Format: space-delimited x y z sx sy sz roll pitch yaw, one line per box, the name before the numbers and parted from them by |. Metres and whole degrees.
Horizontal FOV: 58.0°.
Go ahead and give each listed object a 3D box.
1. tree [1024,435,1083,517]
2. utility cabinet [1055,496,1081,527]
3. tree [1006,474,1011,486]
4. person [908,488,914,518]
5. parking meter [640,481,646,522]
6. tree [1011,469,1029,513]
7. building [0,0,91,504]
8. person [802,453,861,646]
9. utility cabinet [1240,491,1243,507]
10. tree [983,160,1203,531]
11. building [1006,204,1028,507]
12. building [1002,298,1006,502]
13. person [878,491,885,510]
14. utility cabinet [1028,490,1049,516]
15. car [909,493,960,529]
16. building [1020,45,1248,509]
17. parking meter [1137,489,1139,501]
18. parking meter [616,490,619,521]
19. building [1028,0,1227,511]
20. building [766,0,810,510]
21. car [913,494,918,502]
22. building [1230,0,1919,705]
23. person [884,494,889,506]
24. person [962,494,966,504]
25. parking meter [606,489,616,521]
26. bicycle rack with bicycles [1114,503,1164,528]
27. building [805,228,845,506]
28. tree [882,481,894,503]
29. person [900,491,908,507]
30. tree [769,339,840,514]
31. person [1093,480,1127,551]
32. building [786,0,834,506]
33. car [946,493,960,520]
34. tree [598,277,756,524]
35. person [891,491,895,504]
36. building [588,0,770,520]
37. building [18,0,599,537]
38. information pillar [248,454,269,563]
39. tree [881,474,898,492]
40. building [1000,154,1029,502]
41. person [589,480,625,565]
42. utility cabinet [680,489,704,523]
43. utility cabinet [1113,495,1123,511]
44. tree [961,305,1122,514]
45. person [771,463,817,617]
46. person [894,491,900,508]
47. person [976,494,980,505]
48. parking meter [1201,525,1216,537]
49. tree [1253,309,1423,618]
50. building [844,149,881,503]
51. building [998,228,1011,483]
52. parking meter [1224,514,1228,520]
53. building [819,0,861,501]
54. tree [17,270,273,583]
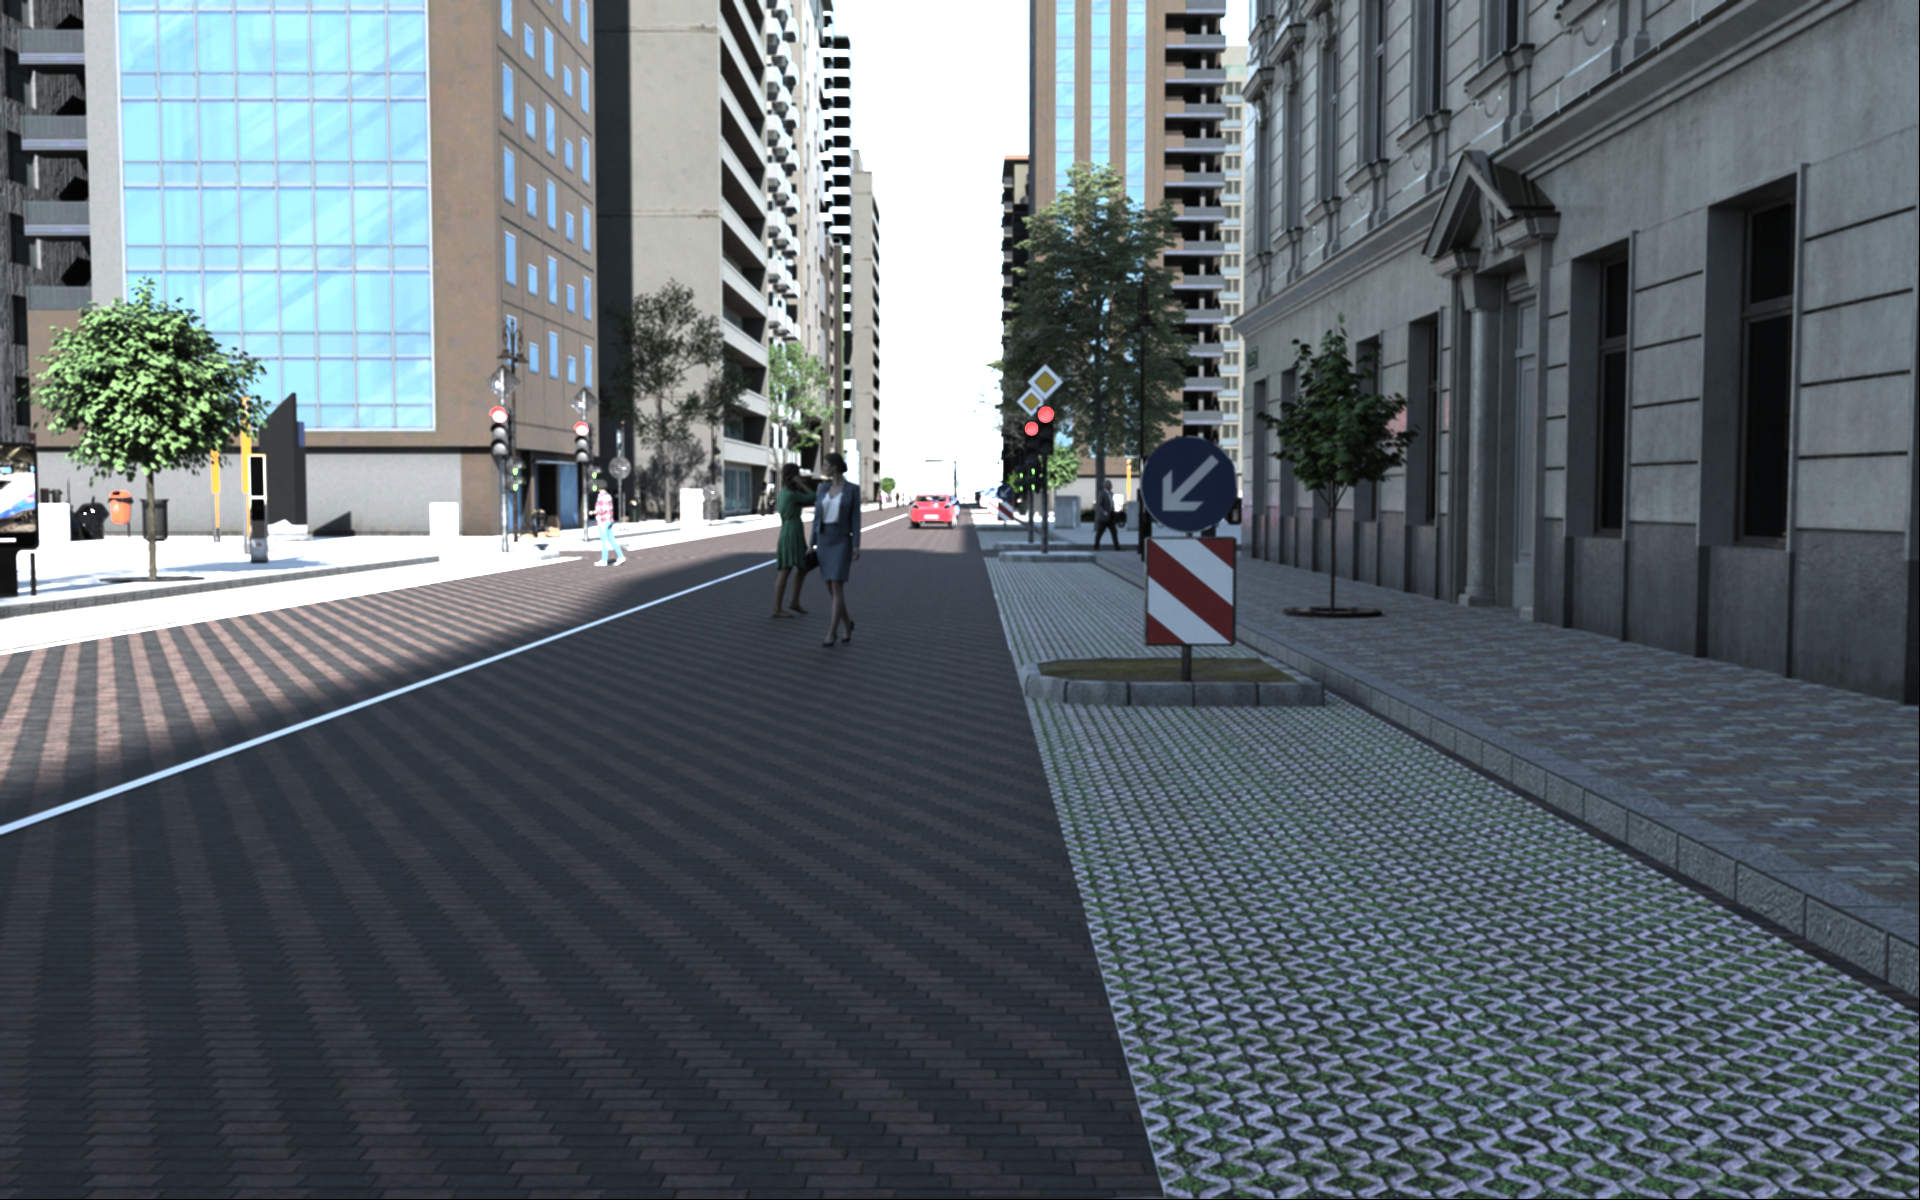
tree | 5.250 -6.939 97.171 4.285 4.588 4.351 0 3 0
utility cabinet | 4.238 -3.480 68.062 1.020 1.237 0.306 2 4 34
tree | 4.081 -8.605 135.300 1.663 3.219 1.824 0 3 0
person | -2.793 -5.657 101.272 0.573 1.790 0.520 -2 4 -27
parking meter | -14.712 -4.569 80.418 0.255 1.863 0.399 0 4 -6
tree | 4.721 -7.629 119.337 1.663 3.219 1.824 0 3 0
building | -36.255 -22.557 52.399 14.086 41.232 14.154 0 4 0
person | -1.148 -0.489 16.513 0.581 1.822 0.654 3 4 38
utility cabinet | 19.510 -6.732 118.747 0.318 1.500 1.173 2 4 31
tree | 4.604 -8.671 59.900 7.486 12.596 7.792 0 3 0
building | 12.211 -24.632 174.433 14.160 30.474 14.107 0 4 0
building | 12.940 -28.798 242.553 14.160 30.474 14.107 0 4 0
person | -6.977 -8.863 154.087 0.721 1.739 1.217 -2 4 -31
utility cabinet | 4.518 -5.581 99.932 1.173 1.500 0.318 1 4 18
car | -1.099 -3.897 72.754 2.155 1.783 4.494 0 4 2
building | 21.651 -28.286 154.354 32.217 40.220 23.993 0 4 0
parking meter | 8.605 -4.524 82.384 0.372 1.533 0.369 0 3 0
parking meter | -16.360 -4.530 82.469 0.372 1.533 0.369 0 3 0
building | 12.480 -29.645 134.813 14.600 45.320 14.200 0 4 0
building | -24.425 -31.532 135.155 23.786 49.044 30.456 0 4 0
car | -4.930 -12.987 221.126 1.959 1.807 4.718 0 4 2
building | 13.681 -14.521 13.840 17.030 29.872 44.131 0 4 0
person | -8.828 -11.906 206.389 0.991 1.433 0.599 -3 4 -38
person | 0.618 -14.405 247.249 0.421 1.427 0.697 -2 4 -28
parking meter | -16.642 -4.504 82.048 0.372 1.533 0.369 0 3 0
bicycle rack with bicycles | 6.730 -3.225 66.106 2.852 0.926 2.925 3 5 45
building | -19.944 -25.381 186.677 14.160 30.474 14.107 0 4 0
tree | -11.220 -16.476 263.988 1.663 3.219 1.824 0 3 0
person | -6.466 -11.441 196.283 1.217 1.735 0.721 -1 4 -19
tree | -11.633 -11.395 112.060 9.928 11.665 9.643 0 3 0
person | 3.653 -2.047 42.361 0.834 1.777 0.661 2 4 30
building | -27.024 -35.154 164.009 28.713 52.752 27.495 0 4 0
car | -0.952 -5.438 98.508 1.945 1.707 3.694 0 4 -2
tree | -12.257 -8.520 73.707 8.767 10.594 7.601 2 4 26
person | -9.189 -13.715 232.748 1.348 1.824 0.705 0 4 6
building | -22.438 -28.834 95.130 21.300 48.544 21.600 0 4 0
building | -20.630 -24.917 57.503 14.600 45.320 14.200 0 4 0
information pillar | -13.068 -1.698 32.262 0.304 2.012 0.304 -1 4 -17
tree | -11.500 -17.809 274.887 4.285 4.588 4.351 0 3 0
building | 16.248 -34.568 219.816 22.147 44.769 28.867 0 4 0
person | -7.116 -1.563 34.895 0.643 1.720 0.563 1 4 11
utility cabinet | -11.749 -4.115 75.961 0.318 1.500 1.173 2 4 34
utility cabinet | 10.530 -6.381 115.494 0.306 1.237 1.020 2 4 27
tree | 5.354 -12.204 109.899 12.009 13.543 11.850 0 3 0
person | -1.987 -0.704 20.252 0.529 1.795 0.600 -2 4 -32
person | -6.545 -10.454 179.936 0.721 1.766 1.217 -2 4 -32
person | 2.494 -13.181 224.561 0.990 1.755 0.434 2 4 29
parking meter | 6.987 -2.625 48.628 0.399 1.863 0.255 -3 4 -37
tree | 3.962 -1.445 18.220 1.663 3.219 1.824 0 3 0
building | -22.474 -38.075 246.228 21.300 48.544 21.600 0 4 0
building | 17.675 -39.425 264.210 23.786 49.044 30.456 0 4 0
parking meter | 13.026 -4.633 84.166 0.372 1.533 0.369 0 3 0
building | -23.487 -55.422 218.822 22.319 86.520 31.000 0 4 0
tree | -12.098 -2.564 25.642 4.285 4.588 4.351 0 3 0
